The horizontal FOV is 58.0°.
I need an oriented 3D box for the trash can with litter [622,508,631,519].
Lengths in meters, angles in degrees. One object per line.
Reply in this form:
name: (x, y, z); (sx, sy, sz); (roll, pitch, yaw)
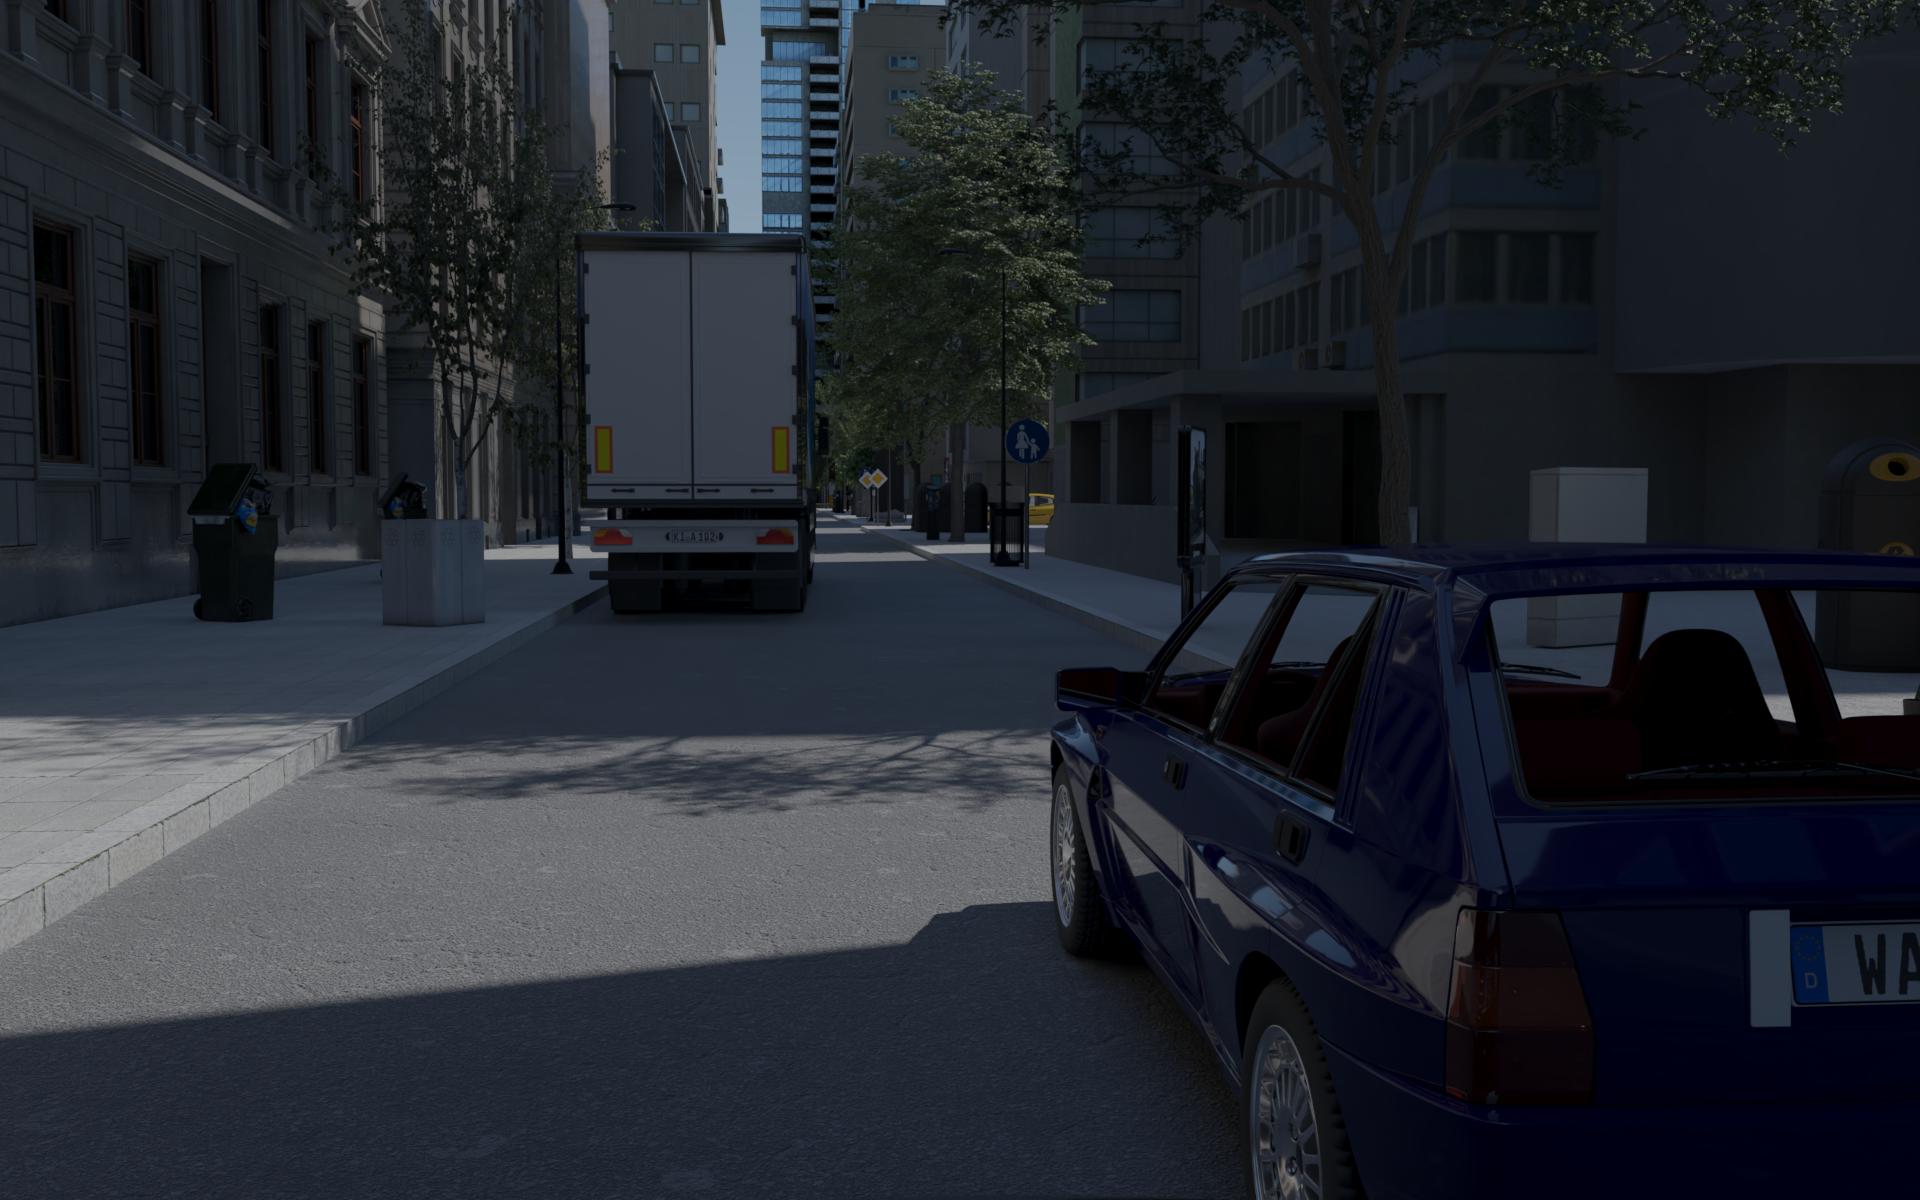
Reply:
trash can with litter: (-10.153, -2.476, 51.863); (1.055, 1.170, 0.624); (-1, 4, -19)

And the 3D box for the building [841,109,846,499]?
building: (-5.907, -30.843, 187.881); (14.154, 41.232, 14.086); (0, 4, -6)

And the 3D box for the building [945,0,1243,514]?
building: (6.828, -24.582, 85.514); (14.086, 41.232, 14.154); (0, 4, -6)

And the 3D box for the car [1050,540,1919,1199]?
car: (1.272, 0.506, 4.306); (1.945, 1.354, 3.894); (0, 4, -5)

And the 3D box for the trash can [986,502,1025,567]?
trash can: (0.835, -1.169, 30.767); (0.748, 1.137, 0.748); (0, 3, 0)

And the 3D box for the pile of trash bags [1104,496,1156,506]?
pile of trash bags: (4.919, -2.076, 43.689); (3.447, 1.369, 1.912); (1, 4, 11)

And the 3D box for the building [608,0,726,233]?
building: (-38.358, -35.862, 175.580); (28.713, 52.752, 27.495); (0, 4, -6)

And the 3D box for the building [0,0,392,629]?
building: (-14.766, -11.357, 21.843); (11.583, 22.565, 21.152); (0, 4, -6)

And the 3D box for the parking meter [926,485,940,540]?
parking meter: (-0.752, -2.446, 48.398); (0.372, 1.533, 0.369); (0, 3, 0)

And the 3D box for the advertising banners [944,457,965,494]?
advertising banners: (-0.283, -5.246, 81.954); (0.090, 3.025, 2.074); (-2, 4, -27)

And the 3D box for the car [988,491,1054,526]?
car: (2.661, -3.884, 73.724); (3.980, 1.641, 2.015); (0, 4, -5)

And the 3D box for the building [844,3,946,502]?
building: (-0.214, -33.411, 169.972); (21.300, 48.544, 21.600); (0, 4, -6)

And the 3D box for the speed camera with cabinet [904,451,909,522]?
speed camera with cabinet: (-3.029, -5.249, 80.150); (0.660, 3.252, 2.038); (-2, 4, -26)

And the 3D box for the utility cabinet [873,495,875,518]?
utility cabinet: (-4.232, -4.573, 85.923); (0.306, 1.237, 1.020); (-1, 4, -14)

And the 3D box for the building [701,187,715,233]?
building: (-29.293, -23.498, 155.897); (14.160, 30.474, 14.107); (0, 4, -6)

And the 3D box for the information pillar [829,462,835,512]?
information pillar: (-9.194, -8.158, 124.737); (0.504, 3.616, 0.183); (1, 4, 21)

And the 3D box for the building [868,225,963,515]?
building: (8.041, -17.014, 123.221); (27.650, 21.520, 28.899); (0, 4, -6)

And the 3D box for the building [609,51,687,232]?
building: (-22.223, -16.618, 90.763); (14.314, 24.678, 30.058); (0, 4, -6)

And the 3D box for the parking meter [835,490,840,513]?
parking meter: (-8.207, -6.577, 115.947); (0.372, 1.533, 0.369); (0, 3, 0)

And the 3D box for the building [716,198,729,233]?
building: (-39.065, -34.084, 240.859); (14.086, 41.232, 14.154); (0, 4, -6)

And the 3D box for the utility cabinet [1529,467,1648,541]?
utility cabinet: (5.312, -0.367, 14.680); (1.173, 1.500, 0.318); (-2, 4, -33)

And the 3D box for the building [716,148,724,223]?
building: (-43.895, -36.043, 208.904); (30.456, 49.044, 23.786); (0, 4, -6)

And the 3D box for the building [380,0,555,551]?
building: (-15.794, -11.773, 41.644); (9.793, 20.994, 18.267); (0, 4, -6)

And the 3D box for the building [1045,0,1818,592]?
building: (18.530, -20.682, 30.025); (32.217, 40.220, 23.993); (0, 4, -6)

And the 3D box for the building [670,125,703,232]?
building: (-25.065, -19.831, 117.741); (14.314, 27.812, 24.014); (0, 4, -6)

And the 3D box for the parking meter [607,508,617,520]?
parking meter: (-10.009, -2.546, 50.033); (0.372, 1.533, 0.369); (0, 3, 0)

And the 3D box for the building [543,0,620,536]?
building: (-21.883, -16.596, 57.250); (20.117, 28.700, 13.634); (0, 4, -6)

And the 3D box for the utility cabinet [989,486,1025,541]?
utility cabinet: (1.301, -2.351, 47.112); (0.318, 1.500, 1.173); (-3, 5, -44)

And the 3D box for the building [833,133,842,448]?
building: (-3.897, -36.122, 210.206); (23.786, 49.044, 30.456); (0, 4, -6)

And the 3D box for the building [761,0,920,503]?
building: (-16.305, -57.051, 245.447); (31.000, 86.520, 22.319); (0, 4, -6)

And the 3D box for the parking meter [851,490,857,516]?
parking meter: (-6.296, -5.790, 103.084); (0.372, 1.533, 0.369); (0, 3, 0)

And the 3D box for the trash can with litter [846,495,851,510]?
trash can with litter: (-8.719, -7.789, 138.734); (0.624, 1.170, 1.055); (-1, 4, -21)
